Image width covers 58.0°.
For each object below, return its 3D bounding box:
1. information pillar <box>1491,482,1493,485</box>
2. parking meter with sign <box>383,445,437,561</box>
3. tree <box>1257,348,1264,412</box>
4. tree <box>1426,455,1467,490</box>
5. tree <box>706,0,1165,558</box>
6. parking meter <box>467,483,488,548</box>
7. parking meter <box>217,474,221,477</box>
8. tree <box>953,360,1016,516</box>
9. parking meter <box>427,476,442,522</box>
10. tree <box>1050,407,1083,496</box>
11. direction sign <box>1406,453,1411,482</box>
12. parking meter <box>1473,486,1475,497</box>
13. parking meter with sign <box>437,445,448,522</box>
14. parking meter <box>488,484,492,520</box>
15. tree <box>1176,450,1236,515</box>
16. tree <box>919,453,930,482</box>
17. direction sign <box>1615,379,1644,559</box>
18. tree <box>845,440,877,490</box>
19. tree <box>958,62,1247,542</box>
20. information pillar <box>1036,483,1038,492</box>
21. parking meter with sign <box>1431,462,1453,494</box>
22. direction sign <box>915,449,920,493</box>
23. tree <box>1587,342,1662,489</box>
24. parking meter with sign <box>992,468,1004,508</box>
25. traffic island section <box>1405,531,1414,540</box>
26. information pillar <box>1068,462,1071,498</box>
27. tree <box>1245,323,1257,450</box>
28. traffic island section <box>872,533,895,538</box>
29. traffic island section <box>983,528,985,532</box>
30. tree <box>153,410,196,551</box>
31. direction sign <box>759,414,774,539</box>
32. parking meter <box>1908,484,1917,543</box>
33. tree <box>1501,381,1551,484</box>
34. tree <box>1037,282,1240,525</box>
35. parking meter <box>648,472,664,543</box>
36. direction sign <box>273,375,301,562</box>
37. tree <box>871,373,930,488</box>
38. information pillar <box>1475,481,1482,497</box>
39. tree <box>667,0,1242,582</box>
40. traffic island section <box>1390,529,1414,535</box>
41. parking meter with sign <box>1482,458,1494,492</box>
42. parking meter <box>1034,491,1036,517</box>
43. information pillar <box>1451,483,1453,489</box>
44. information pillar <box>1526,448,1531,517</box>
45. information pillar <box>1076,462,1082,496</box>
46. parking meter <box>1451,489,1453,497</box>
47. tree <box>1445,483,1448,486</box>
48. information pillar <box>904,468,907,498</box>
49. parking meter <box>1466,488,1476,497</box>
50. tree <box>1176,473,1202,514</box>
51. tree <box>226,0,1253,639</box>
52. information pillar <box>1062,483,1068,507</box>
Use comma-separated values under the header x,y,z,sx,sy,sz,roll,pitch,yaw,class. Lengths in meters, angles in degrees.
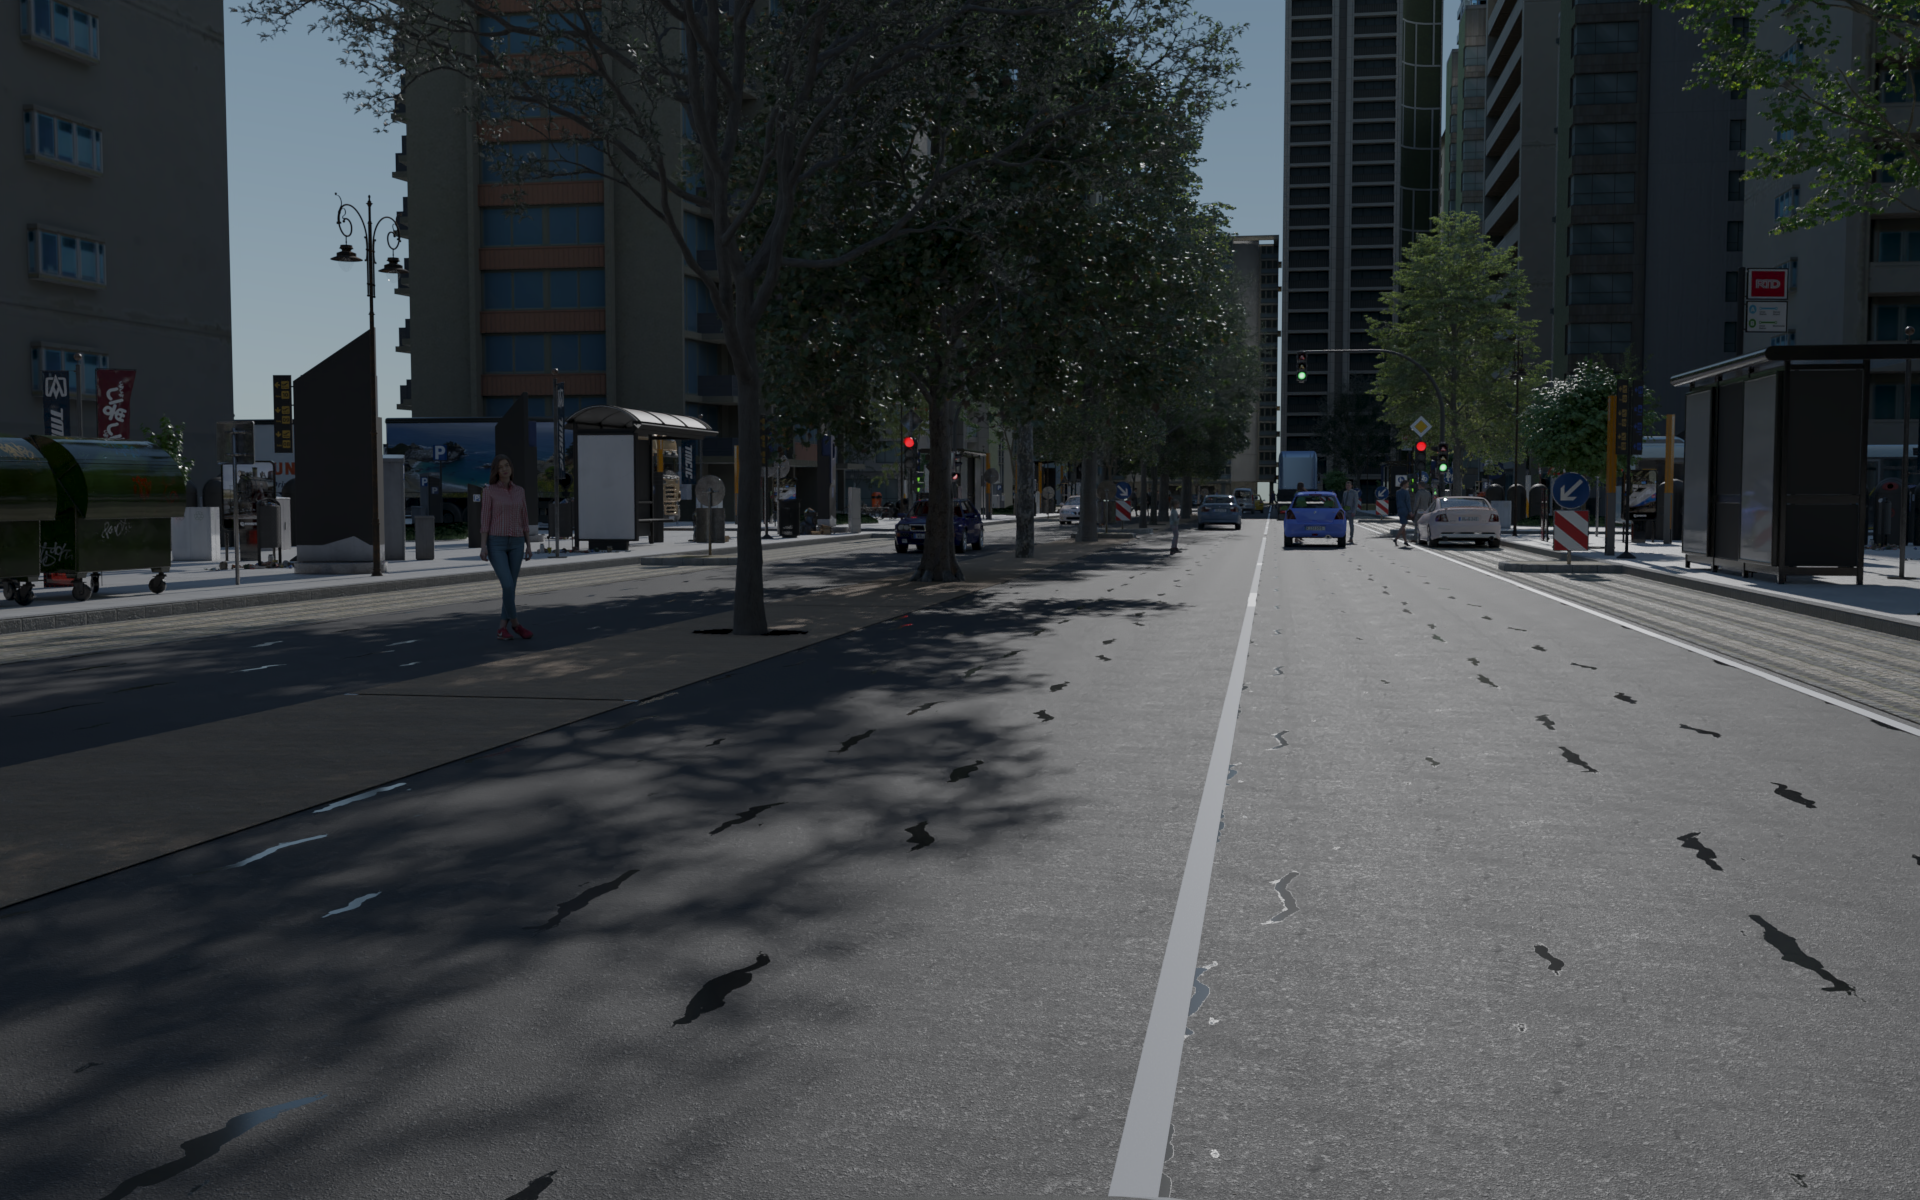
x,y,z,sx,sy,sz,roll,pitch,yaw,class
31.331,-5.999,102.568,0.304,2.012,0.304,3,4,37,information pillar
-11.092,-2.278,33.499,1.738,3.016,0.543,-1,4,-15,parking meter with sign
13.024,-11.677,100.023,9.857,13.997,8.962,0,3,0,tree
34.149,-8.512,122.892,4.285,4.588,4.351,0,3,0,tree
0.408,-11.062,39.202,12.611,20.169,13.585,0,3,0,tree
-11.536,-2.010,41.274,0.372,1.533,0.369,0,3,0,parking meter
-21.704,-2.768,50.974,0.255,1.863,0.399,-1,4,-8,parking meter
3.288,-10.815,102.581,9.928,11.665,9.643,0,3,0,tree
-16.738,-3.026,55.187,0.399,1.863,0.255,-2,4,-26,parking meter
8.251,-10.910,128.736,4.360,8.622,3.978,0,3,0,tree
24.739,-6.337,95.599,0.379,3.537,0.876,2,4,26,direction sign
33.439,-6.520,112.320,0.255,1.863,0.399,-2,4,-32,parking meter
-18.562,-3.932,60.545,0.543,3.016,1.738,1,4,13,parking meter with sign
-11.654,-2.129,43.219,0.372,1.533,0.369,0,3,0,parking meter
15.656,-12.110,118.587,7.486,12.596,7.792,0,3,0,tree
-1.469,-7.893,112.765,4.285,4.588,4.351,0,3,0,tree
13.268,-2.592,34.375,0.876,3.537,0.379,-3,4,-36,direction sign
-7.025,-10.092,115.366,4.360,8.622,3.978,0,3,0,tree
3.823,-8.725,51.769,9.857,13.997,8.962,0,3,0,tree
4.908,-6.694,113.945,0.304,2.012,0.304,-3,4,-39,information pillar
25.793,-5.945,93.464,1.738,3.016,0.543,0,4,3,parking meter with sign
-2.191,-5.875,88.053,0.379,3.537,0.876,-1,4,-22,direction sign
32.185,-8.234,84.995,4.737,8.622,4.395,0,3,0,tree
2.467,-7.323,115.988,0.543,3.016,1.738,-2,4,-25,parking meter with sign
15.084,-1.958,54.301,2.009,0.180,2.903,1,4,10,traffic island section
7.890,-8.176,125.027,0.183,3.616,0.504,1,4,18,information pillar
10.501,-11.015,89.202,9.857,13.997,8.962,0,3,0,tree
-1.636,-2.143,57.321,2.009,0.180,2.903,1,4,10,traffic island section
-0.214,-2.624,65.179,2.009,0.180,2.903,1,4,10,traffic island section
-18.003,-2.745,39.489,1.663,3.219,1.824,0,3,0,tree
-5.521,-3.514,49.455,0.379,3.537,0.876,1,4,20,direction sign
24.996,-2.279,45.669,0.372,1.533,0.369,0,3,0,parking meter
36.733,-9.801,110.603,4.737,8.622,4.395,0,3,0,tree
8.981,-9.233,79.166,9.928,11.665,9.643,0,3,0,tree
-8.058,-2.454,45.828,0.399,1.863,0.255,3,4,36,parking meter
-12.600,-2.506,32.969,0.876,3.537,0.379,0,4,1,direction sign
-2.097,-7.351,70.544,4.737,8.622,4.395,0,3,0,tree
29.710,-5.791,99.168,0.304,2.012,0.304,-2,4,-28,information pillar
-0.316,-6.650,28.189,9.611,12.733,9.660,0,3,0,tree
16.506,-2.439,62.159,2.009,0.180,2.903,1,4,10,traffic island section
25.836,-5.422,84.905,0.543,3.016,1.738,1,4,14,parking meter with sign
4.186,-5.549,99.143,0.372,1.533,0.369,0,3,0,parking meter
26.421,-5.385,92.537,0.304,2.012,0.304,-3,4,-36,information pillar
25.082,-5.203,76.431,0.183,3.616,0.504,0,4,1,information pillar
8.589,-8.144,124.510,0.504,3.616,0.183,3,4,37,information pillar
24.588,-4.748,86.033,0.372,1.533,0.369,0,3,0,parking meter
32.287,-7.521,117.562,1.663,3.219,1.824,0,3,0,tree
-3.261,-6.845,103.272,0.183,3.616,0.504,0,4,7,information pillar
23.304,-4.326,79.135,0.372,1.533,0.369,0,3,0,parking meter
17.246,-10.533,125.036,4.360,8.622,3.978,0,3,0,tree
-2.130,-6.375,17.061,12.009,13.543,11.850,0,3,0,tree
7.044,-6.835,116.243,0.304,2.012,0.304,-1,4,-21,information pillar
